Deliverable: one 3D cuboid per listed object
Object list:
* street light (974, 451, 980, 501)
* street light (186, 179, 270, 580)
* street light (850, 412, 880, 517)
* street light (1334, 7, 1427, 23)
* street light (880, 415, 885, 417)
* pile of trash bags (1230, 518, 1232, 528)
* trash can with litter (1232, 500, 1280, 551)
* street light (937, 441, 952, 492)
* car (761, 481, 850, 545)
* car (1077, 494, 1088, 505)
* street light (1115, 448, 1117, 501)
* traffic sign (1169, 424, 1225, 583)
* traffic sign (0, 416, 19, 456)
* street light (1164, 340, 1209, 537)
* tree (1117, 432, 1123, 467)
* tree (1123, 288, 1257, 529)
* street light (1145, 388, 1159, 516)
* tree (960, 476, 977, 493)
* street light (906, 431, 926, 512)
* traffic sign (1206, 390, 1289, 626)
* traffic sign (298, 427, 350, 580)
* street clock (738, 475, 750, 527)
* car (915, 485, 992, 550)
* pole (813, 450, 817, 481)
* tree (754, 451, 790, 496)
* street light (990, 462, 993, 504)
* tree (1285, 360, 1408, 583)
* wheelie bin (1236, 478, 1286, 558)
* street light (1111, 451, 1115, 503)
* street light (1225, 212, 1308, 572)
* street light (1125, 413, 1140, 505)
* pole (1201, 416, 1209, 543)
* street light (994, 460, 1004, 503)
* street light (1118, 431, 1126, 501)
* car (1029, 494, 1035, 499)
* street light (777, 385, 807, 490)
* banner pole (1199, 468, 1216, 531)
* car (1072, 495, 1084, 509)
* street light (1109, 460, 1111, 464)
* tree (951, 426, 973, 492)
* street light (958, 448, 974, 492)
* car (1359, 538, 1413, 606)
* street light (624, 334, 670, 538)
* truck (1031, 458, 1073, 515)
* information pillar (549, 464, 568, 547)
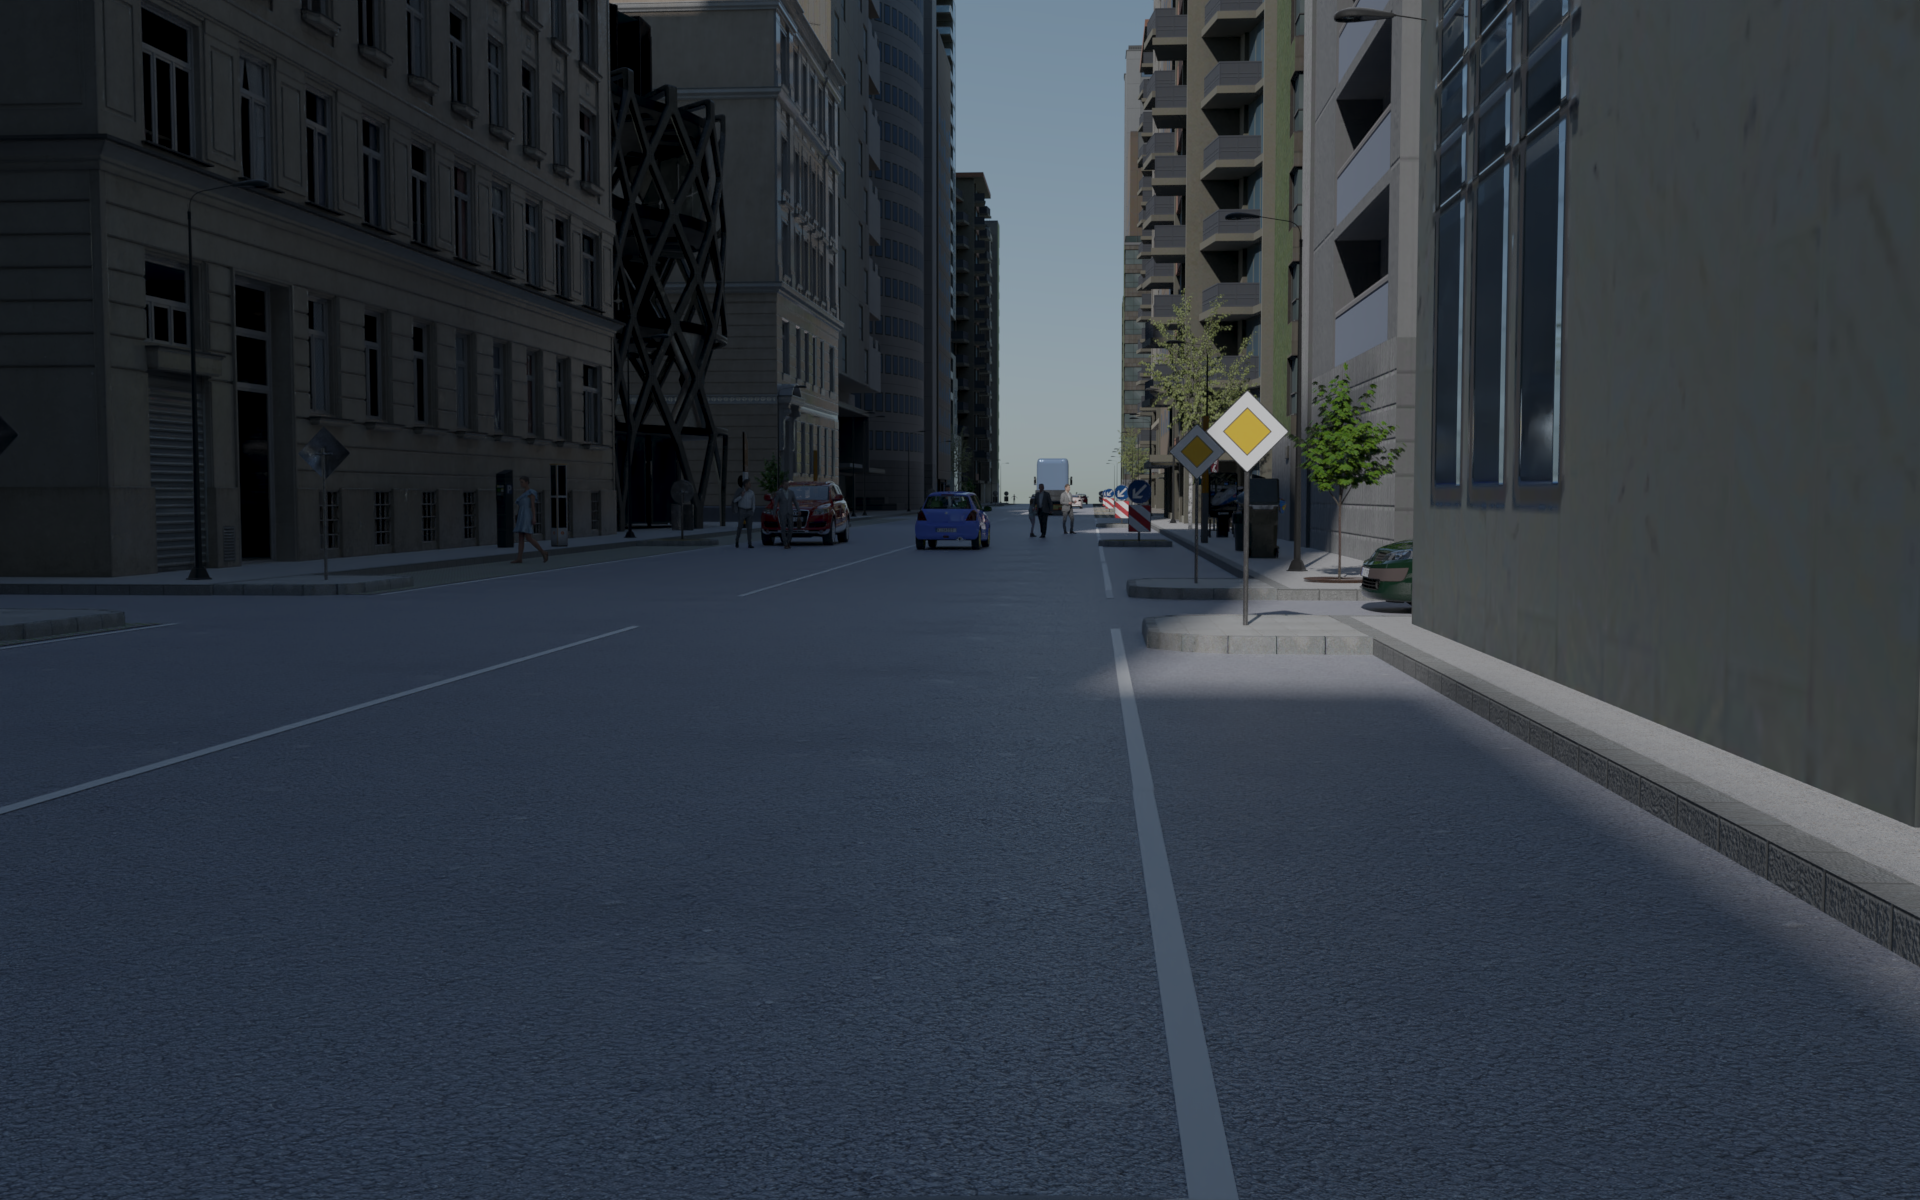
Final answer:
[{"bbox_3d":[1.128,-12.996,185.025,1.470,5.913,1.316,0,4,4],"label":"street light"},{"bbox_3d":[-10.885,-3.256,25.772,1.470,5.913,1.316,0,4,4],"label":"street light"},{"bbox_3d":[-5.478,-7.654,97.681,1.470,5.913,1.316,0,4,4],"label":"street light"},{"bbox_3d":[4.270,-2.699,16.675,1.470,5.913,1.316,0,4,4],"label":"street light"},{"bbox_3d":[-5.108,-7.946,102.461,1.470,5.913,1.316,0,4,4],"label":"street light"},{"bbox_3d":[11.182,-3.448,66.127,1.912,1.369,3.447,-1,4,-12],"label":"pile of trash bags"},{"bbox_3d":[6.632,-1.675,38.768,1.055,1.170,0.624,2,4,27],"label":"trash can with litter"},{"bbox_3d":[-1.406,-10.875,150.349,1.470,5.913,1.316,0,4,4],"label":"street light"},{"bbox_3d":[-4.421,-2.530,50.036,2.281,1.827,5.304,0,4,3],"label":"car"},{"bbox_3d":[16.719,-14.066,239.021,2.155,1.783,4.494,0,4,2],"label":"car"},{"bbox_3d":[14.596,-10.986,152.160,1.470,5.913,1.316,0,4,4],"label":"street light"},{"bbox_3d":[3.389,-1.295,24.821,0.795,2.450,0.064,0,4,4],"label":"traffic sign"},{"bbox_3d":[-10.071,-0.869,17.850,0.795,2.450,0.064,0,4,4],"label":"traffic sign"},{"bbox_3d":[6.902,-4.877,52.275,1.470,5.913,1.316,0,4,4],"label":"street light"},{"bbox_3d":[18.408,-14.243,183.230,4.737,8.622,4.395,0,3,0],"label":"tree"},{"bbox_3d":[8.645,-6.886,62.956,4.737,8.622,4.395,0,3,0],"label":"tree"},{"bbox_3d":[8.813,-6.320,75.872,1.470,5.913,1.316,0,4,4],"label":"street light"},{"bbox_3d":[0.986,-12.009,190.953,1.663,3.219,1.824,0,3,0],"label":"tree"},{"bbox_3d":[-3.213,-9.431,126.744,1.470,5.913,1.316,0,4,4],"label":"street light"},{"bbox_3d":[2.785,-0.808,16.859,0.795,2.450,0.064,0,4,4],"label":"traffic sign"},{"bbox_3d":[-9.467,-1.356,25.812,0.795,2.450,0.064,0,4,4],"label":"traffic sign"},{"bbox_3d":[-8.204,-3.740,65.726,0.471,2.002,0.358,3,5,43],"label":"street clock"},{"bbox_3d":[-0.156,-2.220,45.896,1.945,1.707,3.694,0,4,6],"label":"car"},{"bbox_3d":[-6.729,-5.306,80.603,0.158,3.312,0.155,0,3,0],"label":"pole"},{"bbox_3d":[-8.491,-5.095,77.912,1.663,3.219,1.824,0,3,0],"label":"tree"},{"bbox_3d":[2.867,-14.440,208.635,1.470,5.913,1.316,0,4,4],"label":"street light"},{"bbox_3d":[5.544,-1.869,25.152,1.663,3.219,1.824,0,3,0],"label":"tree"},{"bbox_3d":[6.036,-1.643,34.764,0.980,1.594,0.693,0,4,7],"label":"wheelie bin"},{"bbox_3d":[16.321,-12.441,175.945,1.470,5.913,1.316,0,4,4],"label":"street light"},{"bbox_3d":[5.067,-3.433,28.672,1.470,5.913,1.316,0,4,4],"label":"street light"},{"bbox_3d":[10.418,-7.765,99.492,1.470,5.913,1.316,0,4,4],"label":"street light"},{"bbox_3d":[6.403,-3.146,45.278,0.158,3.312,0.155,0,3,0],"label":"pole"},{"bbox_3d":[4.766,-15.927,232.941,1.470,5.913,1.316,0,4,4],"label":"street light"},{"bbox_3d":[12.653,-9.524,128.257,1.470,5.913,1.316,0,4,4],"label":"street light"},{"bbox_3d":[9.636,-12.631,215.561,2.155,1.783,4.494,0,4,4],"label":"car"},{"bbox_3d":[-7.235,-6.209,74.051,1.470,5.913,1.316,0,4,4],"label":"street light"},{"bbox_3d":[8.610,-4.289,60.143,0.863,3.779,0.401,0,4,-5],"label":"banner pole"},{"bbox_3d":[11.008,-9.556,168.609,2.083,1.381,4.827,0,4,5],"label":"car"},{"bbox_3d":[17.159,-13.154,187.609,1.470,5.913,1.316,0,4,4],"label":"street light"},{"bbox_3d":[-0.443,-13.915,177.865,4.360,8.622,3.978,0,3,0],"label":"tree"},{"bbox_3d":[0.409,-12.320,173.978,1.470,5.913,1.316,0,4,4],"label":"street light"},{"bbox_3d":[7.005,-0.683,20.959,4.222,1.686,2.009,0,4,4],"label":"car"},{"bbox_3d":[-9.113,-4.765,50.452,1.470,5.913,1.316,0,4,4],"label":"street light"},{"bbox_3d":[6.575,-8.240,124.475,2.967,4.110,18.799,0,4,4],"label":"truck"},{"bbox_3d":[-9.772,-2.306,42.191,0.304,2.012,0.304,3,5,43],"label":"information pillar"}]
